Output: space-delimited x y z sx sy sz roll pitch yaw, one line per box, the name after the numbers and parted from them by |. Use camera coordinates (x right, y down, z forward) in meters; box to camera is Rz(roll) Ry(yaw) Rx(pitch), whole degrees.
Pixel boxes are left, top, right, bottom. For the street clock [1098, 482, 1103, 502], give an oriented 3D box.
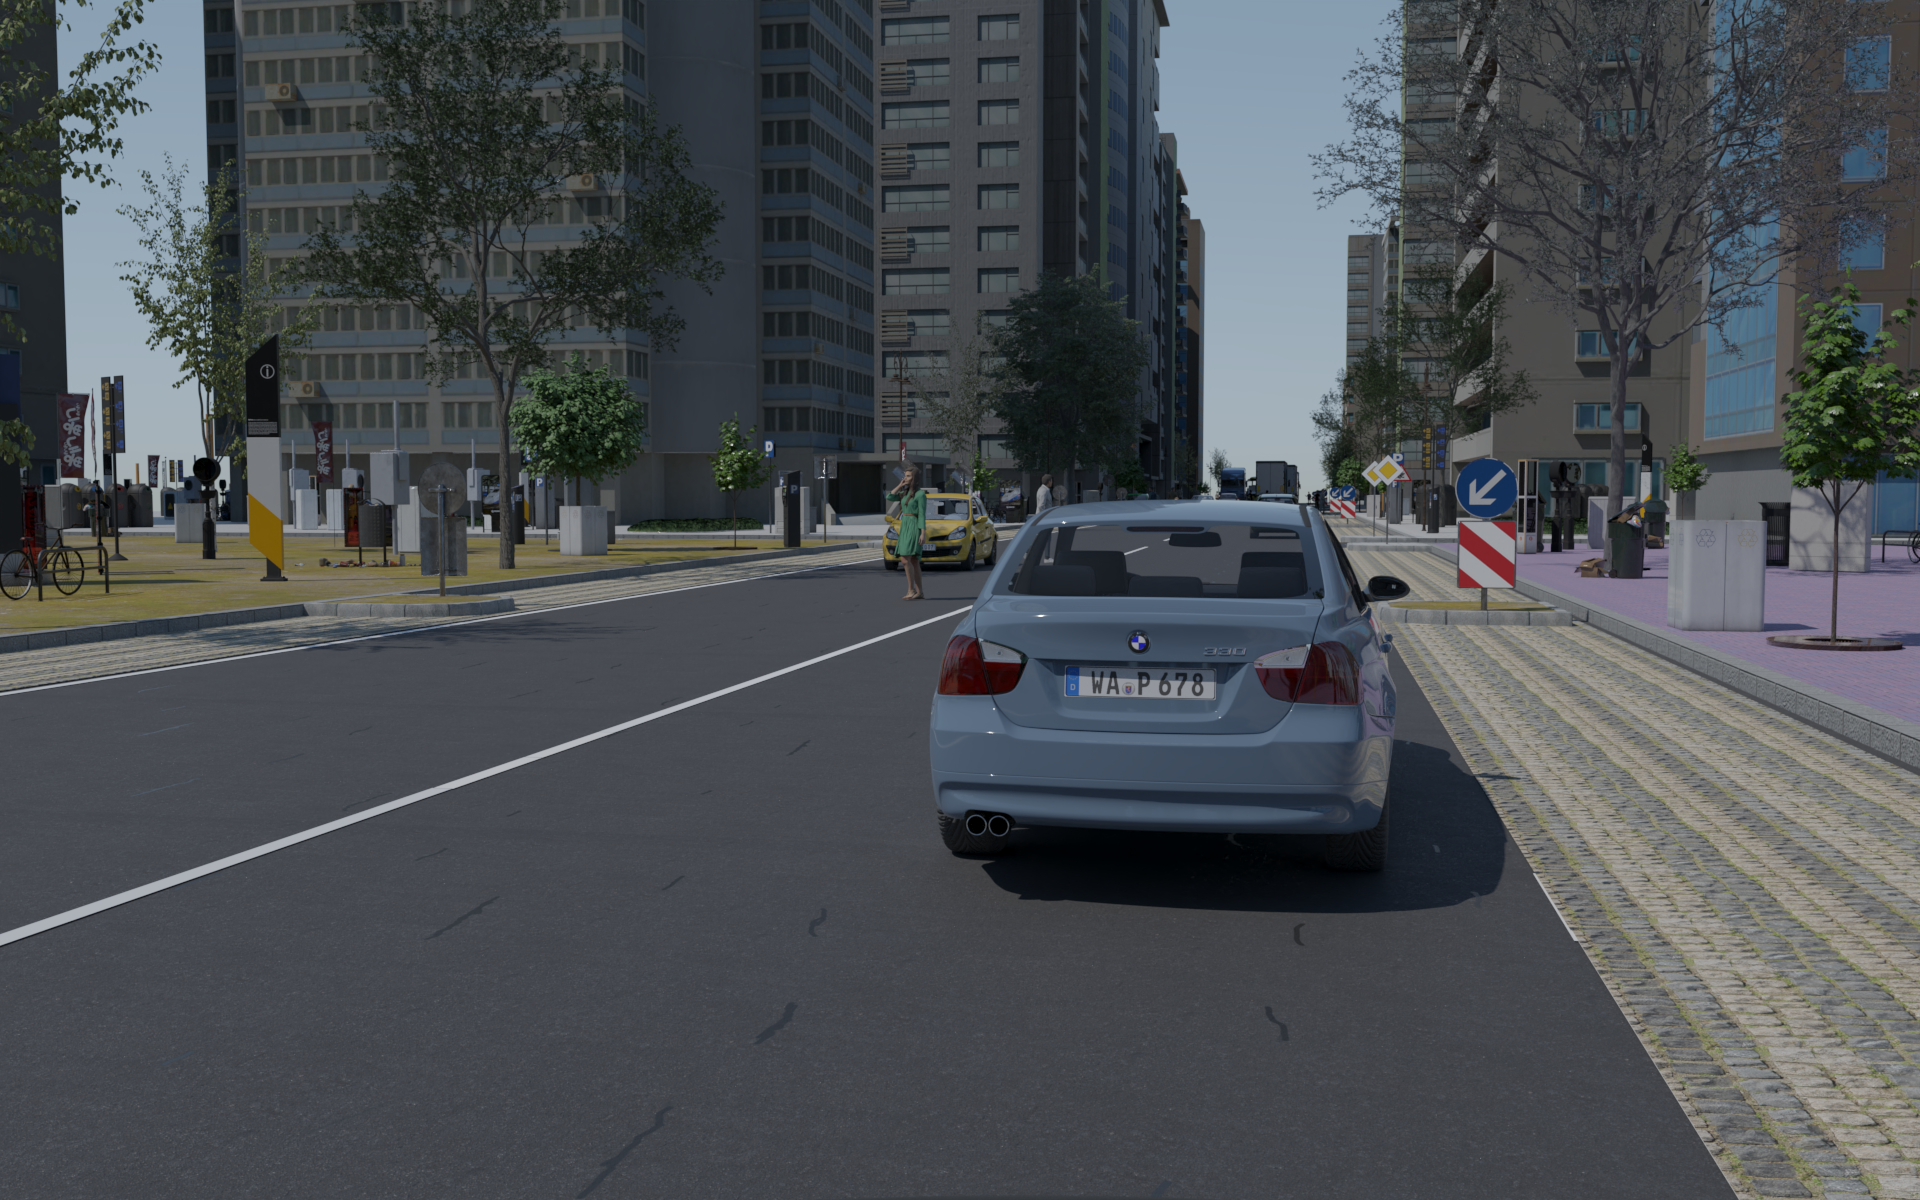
8.644 -6.240 106.595 0.358 2.002 0.471 1 4 22 | street clock

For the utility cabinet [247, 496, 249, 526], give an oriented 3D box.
-28.755 -3.649 70.827 0.306 1.237 1.020 0 4 5 | utility cabinet

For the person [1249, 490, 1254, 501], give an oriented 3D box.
26.030 -8.954 154.902 0.705 1.822 1.348 1 4 21 | person

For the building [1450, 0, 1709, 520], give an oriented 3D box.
35.001 -27.922 80.233 21.300 48.544 21.600 1 4 11 | building

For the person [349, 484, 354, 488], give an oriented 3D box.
-18.470 -2.689 53.130 0.598 1.740 0.731 0 4 -3 | person

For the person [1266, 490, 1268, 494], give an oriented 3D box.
23.592 -7.558 132.788 1.217 1.736 0.721 3 5 44 | person

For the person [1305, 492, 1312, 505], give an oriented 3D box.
44.363 -12.947 220.712 0.750 1.759 0.617 -3 4 -36 | person

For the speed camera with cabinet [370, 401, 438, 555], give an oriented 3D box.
-11.963 -2.635 37.420 0.660 3.252 2.038 1 4 11 | speed camera with cabinet

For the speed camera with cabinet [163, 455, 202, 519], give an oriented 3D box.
-39.327 -5.703 87.587 2.038 3.252 0.660 1 4 22 | speed camera with cabinet

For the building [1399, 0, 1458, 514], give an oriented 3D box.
36.645 -26.463 116.259 14.154 41.232 14.086 1 4 11 | building

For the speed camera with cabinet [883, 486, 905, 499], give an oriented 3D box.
-3.737 -6.044 93.150 2.038 3.252 0.660 1 4 23 | speed camera with cabinet

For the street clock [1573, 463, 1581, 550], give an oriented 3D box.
14.020 -2.158 39.854 0.471 2.002 0.358 -2 4 -24 | street clock

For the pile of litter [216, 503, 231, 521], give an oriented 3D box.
-35.105 -4.169 82.126 1.176 0.858 1.719 2 4 31 | pile of litter

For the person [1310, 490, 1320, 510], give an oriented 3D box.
26.443 -7.311 128.554 1.217 1.766 0.721 -2 4 -30 | person

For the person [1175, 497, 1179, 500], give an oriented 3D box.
8.347 -3.298 66.695 0.640 1.303 0.475 3 5 44 | person

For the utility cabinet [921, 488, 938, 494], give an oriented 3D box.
-1.439 -3.494 65.807 1.173 1.500 0.318 0 4 -3 | utility cabinet

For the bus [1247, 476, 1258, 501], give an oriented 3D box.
41.960 -15.435 243.906 2.896 3.916 12.252 1 4 13 | bus

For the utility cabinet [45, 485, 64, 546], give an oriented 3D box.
-22.579 -2.055 42.276 1.173 1.500 0.318 -1 4 -14 | utility cabinet

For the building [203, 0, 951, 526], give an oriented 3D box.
-17.321 -23.754 80.257 32.217 40.220 23.993 1 4 11 | building

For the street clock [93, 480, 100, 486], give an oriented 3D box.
-47.058 -5.487 94.280 0.358 2.002 0.471 -2 4 -28 | street clock

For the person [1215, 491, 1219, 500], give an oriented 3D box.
32.786 -12.978 220.693 0.705 1.824 1.348 -1 4 -16 | person

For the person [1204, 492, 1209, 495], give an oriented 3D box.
28.583 -11.711 200.782 0.742 1.727 0.445 2 4 27 | person

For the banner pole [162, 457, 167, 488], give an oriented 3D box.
-53.109 -7.686 115.690 0.863 3.779 0.401 3 5 44 | banner pole

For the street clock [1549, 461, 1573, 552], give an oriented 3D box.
13.174 -2.057 38.196 0.358 2.002 0.471 3 5 43 | street clock

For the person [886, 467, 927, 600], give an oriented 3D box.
-0.632 -0.896 23.395 0.600 1.795 0.529 3 5 39 | person

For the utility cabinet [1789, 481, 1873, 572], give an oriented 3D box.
14.374 -1.218 28.587 1.173 1.500 0.318 3 5 45 | utility cabinet

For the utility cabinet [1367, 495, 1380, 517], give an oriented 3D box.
23.342 -5.271 97.341 0.306 1.237 1.020 -3 4 -36 | utility cabinet

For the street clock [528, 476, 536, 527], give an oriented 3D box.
-16.821 -3.893 68.227 0.471 2.002 0.358 -2 4 -28 | street clock

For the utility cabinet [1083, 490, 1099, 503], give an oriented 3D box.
7.881 -5.833 104.053 0.318 1.500 1.173 3 5 44 | utility cabinet

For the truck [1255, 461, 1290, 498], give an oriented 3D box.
27.214 -9.906 150.880 2.839 4.237 11.283 1 4 12 | truck

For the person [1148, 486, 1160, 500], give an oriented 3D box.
9.656 -4.832 87.493 0.794 1.824 0.713 -2 4 -27 | person

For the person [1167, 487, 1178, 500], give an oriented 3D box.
12.491 -5.679 101.268 0.656 1.842 0.836 -1 4 -22 | person

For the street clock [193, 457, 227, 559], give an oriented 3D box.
-14.800 -1.805 34.083 0.471 2.002 0.358 0 4 -2 | street clock

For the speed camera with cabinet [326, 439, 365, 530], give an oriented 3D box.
-22.001 -4.140 62.029 0.660 3.252 2.038 0 4 4 | speed camera with cabinet

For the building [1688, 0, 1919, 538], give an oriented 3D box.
32.351 -24.723 54.330 14.200 45.320 14.600 1 4 11 | building

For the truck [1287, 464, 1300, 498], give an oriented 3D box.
31.724 -11.054 169.639 2.839 4.237 11.283 1 4 12 | truck

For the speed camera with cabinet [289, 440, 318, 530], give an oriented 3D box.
-23.820 -4.191 62.853 0.660 3.252 2.038 -2 4 -31 | speed camera with cabinet

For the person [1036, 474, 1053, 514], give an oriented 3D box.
1.671 -1.696 36.068 0.795 1.843 0.661 0 4 3 | person

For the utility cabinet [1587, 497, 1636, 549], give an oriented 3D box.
15.136 -1.778 40.236 1.020 1.237 0.306 2 4 24 | utility cabinet

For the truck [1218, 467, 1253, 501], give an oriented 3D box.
28.966 -11.689 180.876 2.967 4.110 18.799 1 4 12 | truck

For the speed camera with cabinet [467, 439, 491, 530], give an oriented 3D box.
-16.803 -4.124 61.770 2.038 3.252 0.660 3 5 44 | speed camera with cabinet

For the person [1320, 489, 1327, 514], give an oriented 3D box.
26.095 -7.070 124.289 0.583 1.804 0.606 1 4 19 | person

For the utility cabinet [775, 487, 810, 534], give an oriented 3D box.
-5.313 -2.819 54.770 1.173 1.500 0.318 2 4 34 | utility cabinet

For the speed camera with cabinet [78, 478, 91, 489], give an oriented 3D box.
-49.479 -6.314 97.562 0.660 3.252 2.038 -1 4 -13 | speed camera with cabinet

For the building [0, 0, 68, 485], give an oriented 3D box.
-55.989 -27.640 75.620 21.600 48.544 21.300 1 4 11 | building

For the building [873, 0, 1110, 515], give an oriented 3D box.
1.898 -26.204 112.033 14.154 41.232 14.086 1 4 11 | building

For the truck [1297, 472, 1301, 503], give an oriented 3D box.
42.256 -14.271 222.250 2.839 4.237 11.283 1 4 12 | truck
